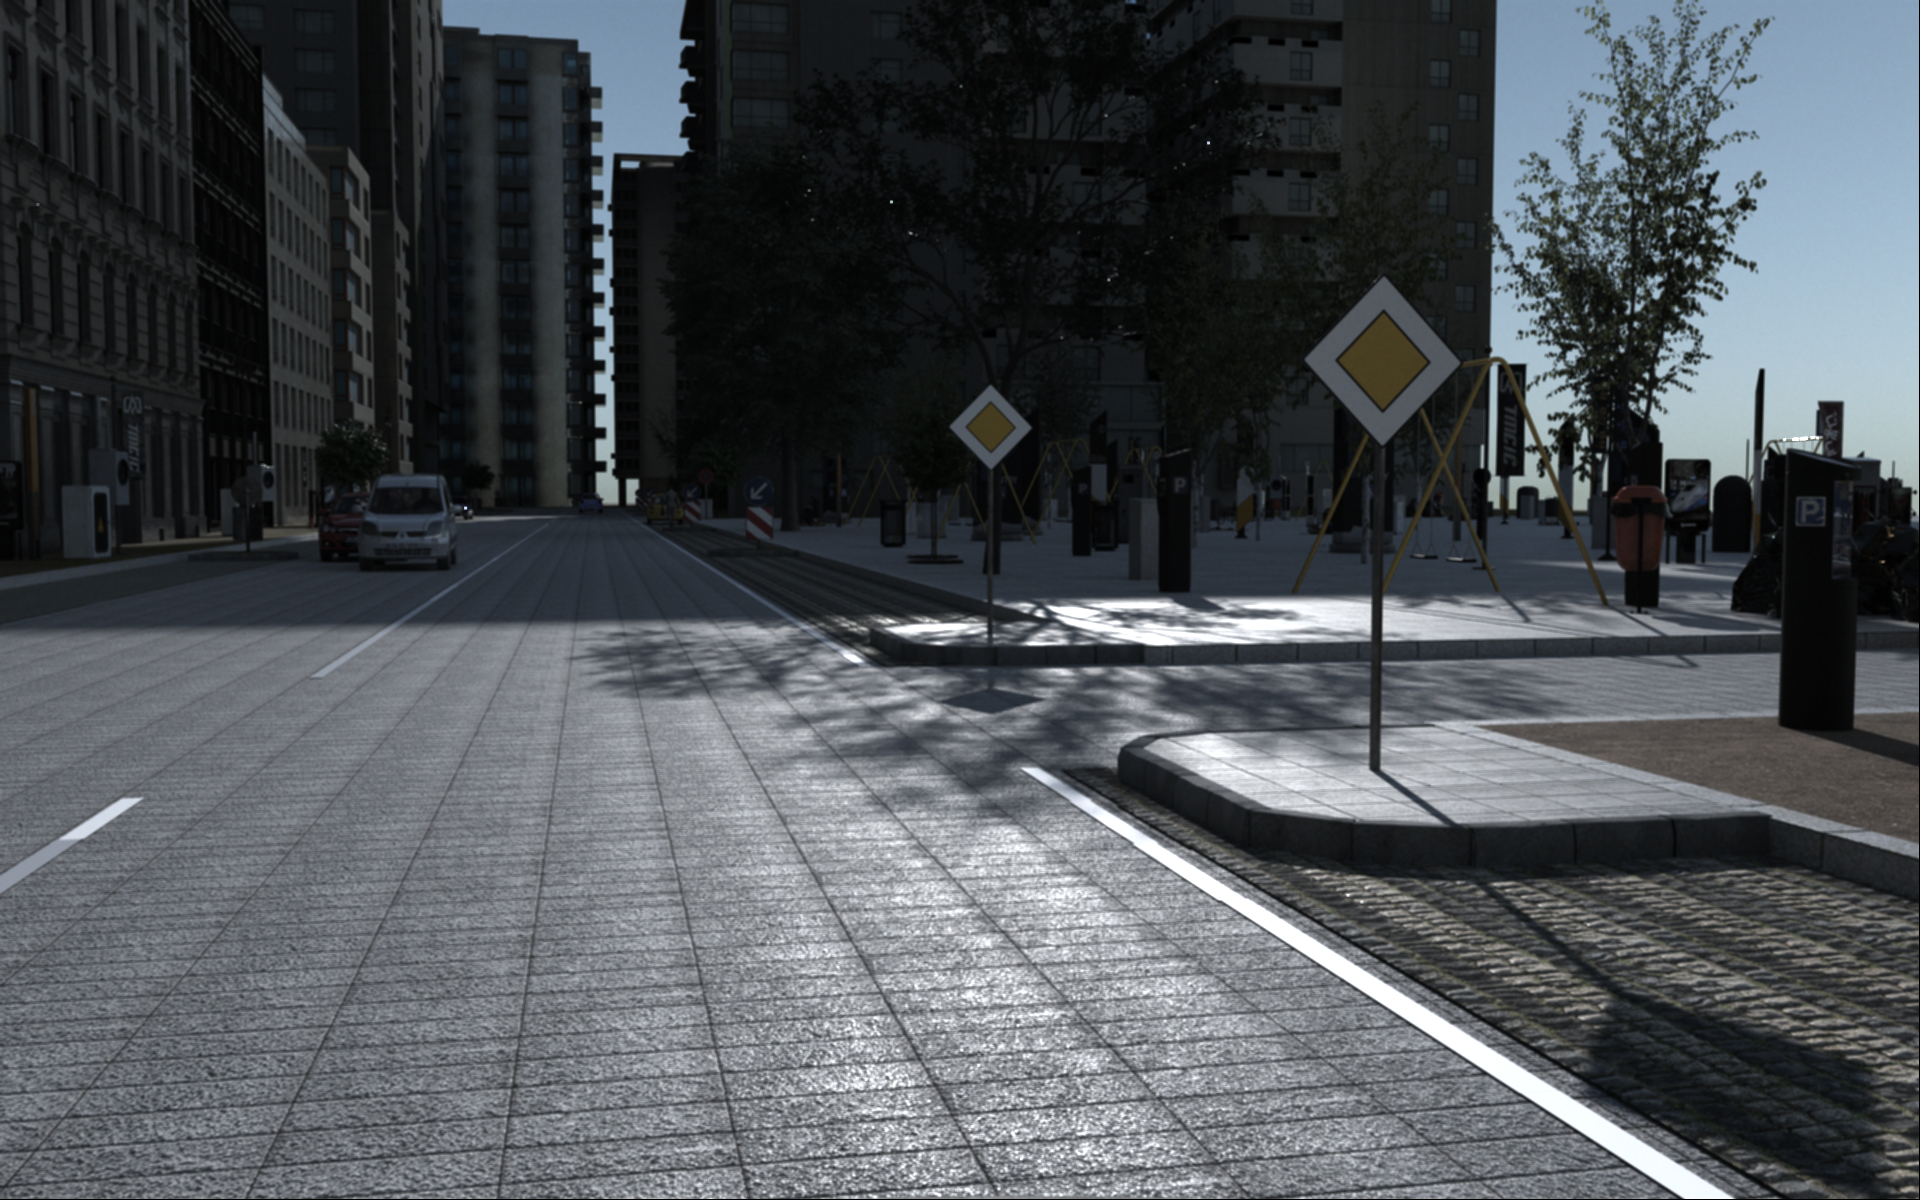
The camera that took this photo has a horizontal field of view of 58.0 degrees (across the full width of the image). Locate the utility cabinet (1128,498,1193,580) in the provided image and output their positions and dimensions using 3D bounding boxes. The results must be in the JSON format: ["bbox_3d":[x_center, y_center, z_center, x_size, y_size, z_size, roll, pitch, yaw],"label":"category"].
[{"bbox_3d":[3.032,-0.915,26.120,1.020,1.237,0.306,-2,4,-33],"label":"utility cabinet"}]

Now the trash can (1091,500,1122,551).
[{"bbox_3d":[3.278,-1.680,39.121,0.748,1.137,0.748,0,3,0],"label":"trash can"}]

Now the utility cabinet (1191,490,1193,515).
[{"bbox_3d":[11.325,-4.820,87.486,1.173,1.500,0.318,-1,4,-18],"label":"utility cabinet"}]

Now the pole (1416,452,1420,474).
[{"bbox_3d":[22.364,-5.550,84.589,0.158,3.312,0.155,0,3,0],"label":"pole"}]

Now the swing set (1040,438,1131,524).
[{"bbox_3d":[3.032,-3.207,50.062,2.862,2.851,3.119,-1,4,-12],"label":"swing set"}]

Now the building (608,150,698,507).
[{"bbox_3d":[-26.179,-30.476,190.161,23.993,40.220,32.217,-1,4,-12],"label":"building"}]

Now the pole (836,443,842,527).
[{"bbox_3d":[-4.719,-4.498,67.389,0.158,3.312,0.155,0,3,0],"label":"pole"}]

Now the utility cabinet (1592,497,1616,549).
[{"bbox_3d":[15.338,-1.794,40.496,1.020,1.237,0.306,2,4,28],"label":"utility cabinet"}]

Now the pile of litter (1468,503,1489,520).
[{"bbox_3d":[26.050,-4.481,87.224,1.176,0.858,1.719,1,4,19],"label":"pile of litter"}]

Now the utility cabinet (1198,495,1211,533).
[{"bbox_3d":[8.214,-2.871,58.107,0.306,1.237,1.020,0,4,2],"label":"utility cabinet"}]

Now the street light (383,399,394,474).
[{"bbox_3d":[-27.844,-6.839,84.600,0.468,5.910,1.993,-1,4,-12],"label":"street light"}]

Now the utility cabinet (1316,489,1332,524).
[{"bbox_3d":[15.442,-3.958,73.394,0.318,1.500,1.173,2,4,29],"label":"utility cabinet"}]

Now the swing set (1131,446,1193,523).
[{"bbox_3d":[6.208,-3.692,57.992,2.862,2.851,3.119,-1,4,-9],"label":"swing set"}]

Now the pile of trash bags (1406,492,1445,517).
[{"bbox_3d":[26.138,-5.309,96.555,1.912,1.369,3.447,3,4,37],"label":"pile of trash bags"}]

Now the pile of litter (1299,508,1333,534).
[{"bbox_3d":[11.673,-2.543,55.543,1.719,0.858,1.176,0,4,-5],"label":"pile of litter"}]

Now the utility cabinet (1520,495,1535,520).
[{"bbox_3d":[28.683,-4.672,87.551,0.306,1.237,1.020,0,4,-7],"label":"utility cabinet"}]

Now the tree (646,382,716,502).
[{"bbox_3d":[-17.954,-9.891,112.072,4.360,8.622,3.978,0,3,0],"label":"tree"}]

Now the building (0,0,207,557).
[{"bbox_3d":[-25.688,-11.824,42.477,9.793,20.994,18.267,-1,4,-12],"label":"building"}]

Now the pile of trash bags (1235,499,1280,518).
[{"bbox_3d":[16.126,-5.043,92.213,1.912,1.369,3.447,-1,4,-20],"label":"pile of trash bags"}]

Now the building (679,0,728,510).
[{"bbox_3d":[-12.757,-30.321,150.376,22.147,44.769,28.867,-1,4,-12],"label":"building"}]

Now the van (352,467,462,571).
[{"bbox_3d":[-10.745,-1.638,33.795,2.013,2.044,4.112,-1,4,-14],"label":"van"}]

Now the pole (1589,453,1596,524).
[{"bbox_3d":[26.805,-4.862,73.343,0.158,3.312,0.155,0,3,0],"label":"pole"}]

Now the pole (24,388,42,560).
[{"bbox_3d":[-17.925,-2.424,33.472,0.158,3.312,0.155,0,3,0],"label":"pole"}]

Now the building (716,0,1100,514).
[{"bbox_3d":[-2.873,-32.665,123.314,28.713,52.752,27.495,-1,4,-12],"label":"building"}]

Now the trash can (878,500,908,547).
[{"bbox_3d":[-1.617,-1.850,41.902,0.748,1.137,0.748,0,3,0],"label":"trash can"}]

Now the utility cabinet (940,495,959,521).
[{"bbox_3d":[-0.577,-4.377,82.730,1.020,1.237,0.306,1,4,10],"label":"utility cabinet"}]

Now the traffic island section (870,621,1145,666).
[{"bbox_3d":[0.294,0.391,15.888,2.009,0.180,2.903,-1,4,-12],"label":"traffic island section"}]

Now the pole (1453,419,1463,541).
[{"bbox_3d":[13.634,-3.279,47.452,0.158,3.312,0.155,0,3,0],"label":"pole"}]

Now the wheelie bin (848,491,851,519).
[{"bbox_3d":[-5.294,-4.275,77.810,0.980,1.594,0.693,2,4,32],"label":"wheelie bin"}]

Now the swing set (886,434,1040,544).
[{"bbox_3d":[0.034,-2.893,44.921,2.862,2.851,3.119,-2,4,-23],"label":"swing set"}]

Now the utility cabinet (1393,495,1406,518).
[{"bbox_3d":[23.846,-5.098,94.513,1.020,1.237,0.306,-1,4,-23],"label":"utility cabinet"}]

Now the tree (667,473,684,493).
[{"bbox_3d":[-24.538,-9.341,147.321,1.663,3.219,1.824,0,3,0],"label":"tree"}]

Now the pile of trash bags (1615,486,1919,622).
[{"bbox_3d":[8.716,-0.528,18.391,3.447,1.369,1.912,1,4,17],"label":"pile of trash bags"}]

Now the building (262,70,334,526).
[{"bbox_3d":[-33.882,-13.461,74.840,10.420,20.320,16.860,-1,4,-12],"label":"building"}]

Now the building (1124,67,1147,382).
[{"bbox_3d":[8.673,-29.273,162.200,14.086,41.232,14.154,-1,4,-12],"label":"building"}]

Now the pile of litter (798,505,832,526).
[{"bbox_3d":[-5.860,-3.377,69.177,1.719,0.858,1.176,-2,4,-25],"label":"pile of litter"}]

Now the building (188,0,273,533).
[{"bbox_3d":[-31.452,-14.000,58.583,12.332,23.373,15.834,-1,4,-12],"label":"building"}]

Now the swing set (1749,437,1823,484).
[{"bbox_3d":[23.691,-3.138,48.918,2.862,2.851,3.119,0,4,-2],"label":"swing set"}]

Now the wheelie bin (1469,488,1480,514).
[{"bbox_3d":[27.767,-5.218,93.228,0.693,1.594,0.980,0,4,3],"label":"wheelie bin"}]

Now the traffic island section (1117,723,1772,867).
[{"bbox_3d":[1.948,0.869,8.076,2.009,0.180,2.903,-1,4,-12],"label":"traffic island section"}]

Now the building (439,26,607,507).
[{"bbox_3d":[-52.607,-34.294,180.308,30.456,49.044,23.786,-1,4,-12],"label":"building"}]

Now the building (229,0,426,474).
[{"bbox_3d":[-45.089,-26.658,119.455,14.154,41.232,14.086,-1,4,-12],"label":"building"}]

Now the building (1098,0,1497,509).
[{"bbox_3d":[30.433,-34.874,159.433,27.495,52.752,28.713,-1,4,-12],"label":"building"}]

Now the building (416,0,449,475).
[{"bbox_3d":[-56.341,-33.730,140.727,27.495,52.752,28.713,-1,4,-12],"label":"building"}]

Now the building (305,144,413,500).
[{"bbox_3d":[-46.845,-15.445,97.562,27.650,21.520,28.899,-1,4,-12],"label":"building"}]

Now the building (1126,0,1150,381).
[{"bbox_3d":[15.827,-53.841,192.967,31.000,86.520,22.319,-1,4,-12],"label":"building"}]

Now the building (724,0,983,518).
[{"bbox_3d":[-6.821,-25.561,101.512,14.154,41.232,14.086,-1,4,-12],"label":"building"}]

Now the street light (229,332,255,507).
[{"bbox_3d":[-20.458,-4.690,49.468,0.468,5.910,1.993,-1,4,-12],"label":"street light"}]

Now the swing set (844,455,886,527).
[{"bbox_3d":[-3.041,-4.412,69.749,2.862,2.851,3.119,-1,4,-15],"label":"swing set"}]

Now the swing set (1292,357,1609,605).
[{"bbox_3d":[5.901,-1.450,21.321,2.862,2.851,3.119,0,4,-8],"label":"swing set"}]
